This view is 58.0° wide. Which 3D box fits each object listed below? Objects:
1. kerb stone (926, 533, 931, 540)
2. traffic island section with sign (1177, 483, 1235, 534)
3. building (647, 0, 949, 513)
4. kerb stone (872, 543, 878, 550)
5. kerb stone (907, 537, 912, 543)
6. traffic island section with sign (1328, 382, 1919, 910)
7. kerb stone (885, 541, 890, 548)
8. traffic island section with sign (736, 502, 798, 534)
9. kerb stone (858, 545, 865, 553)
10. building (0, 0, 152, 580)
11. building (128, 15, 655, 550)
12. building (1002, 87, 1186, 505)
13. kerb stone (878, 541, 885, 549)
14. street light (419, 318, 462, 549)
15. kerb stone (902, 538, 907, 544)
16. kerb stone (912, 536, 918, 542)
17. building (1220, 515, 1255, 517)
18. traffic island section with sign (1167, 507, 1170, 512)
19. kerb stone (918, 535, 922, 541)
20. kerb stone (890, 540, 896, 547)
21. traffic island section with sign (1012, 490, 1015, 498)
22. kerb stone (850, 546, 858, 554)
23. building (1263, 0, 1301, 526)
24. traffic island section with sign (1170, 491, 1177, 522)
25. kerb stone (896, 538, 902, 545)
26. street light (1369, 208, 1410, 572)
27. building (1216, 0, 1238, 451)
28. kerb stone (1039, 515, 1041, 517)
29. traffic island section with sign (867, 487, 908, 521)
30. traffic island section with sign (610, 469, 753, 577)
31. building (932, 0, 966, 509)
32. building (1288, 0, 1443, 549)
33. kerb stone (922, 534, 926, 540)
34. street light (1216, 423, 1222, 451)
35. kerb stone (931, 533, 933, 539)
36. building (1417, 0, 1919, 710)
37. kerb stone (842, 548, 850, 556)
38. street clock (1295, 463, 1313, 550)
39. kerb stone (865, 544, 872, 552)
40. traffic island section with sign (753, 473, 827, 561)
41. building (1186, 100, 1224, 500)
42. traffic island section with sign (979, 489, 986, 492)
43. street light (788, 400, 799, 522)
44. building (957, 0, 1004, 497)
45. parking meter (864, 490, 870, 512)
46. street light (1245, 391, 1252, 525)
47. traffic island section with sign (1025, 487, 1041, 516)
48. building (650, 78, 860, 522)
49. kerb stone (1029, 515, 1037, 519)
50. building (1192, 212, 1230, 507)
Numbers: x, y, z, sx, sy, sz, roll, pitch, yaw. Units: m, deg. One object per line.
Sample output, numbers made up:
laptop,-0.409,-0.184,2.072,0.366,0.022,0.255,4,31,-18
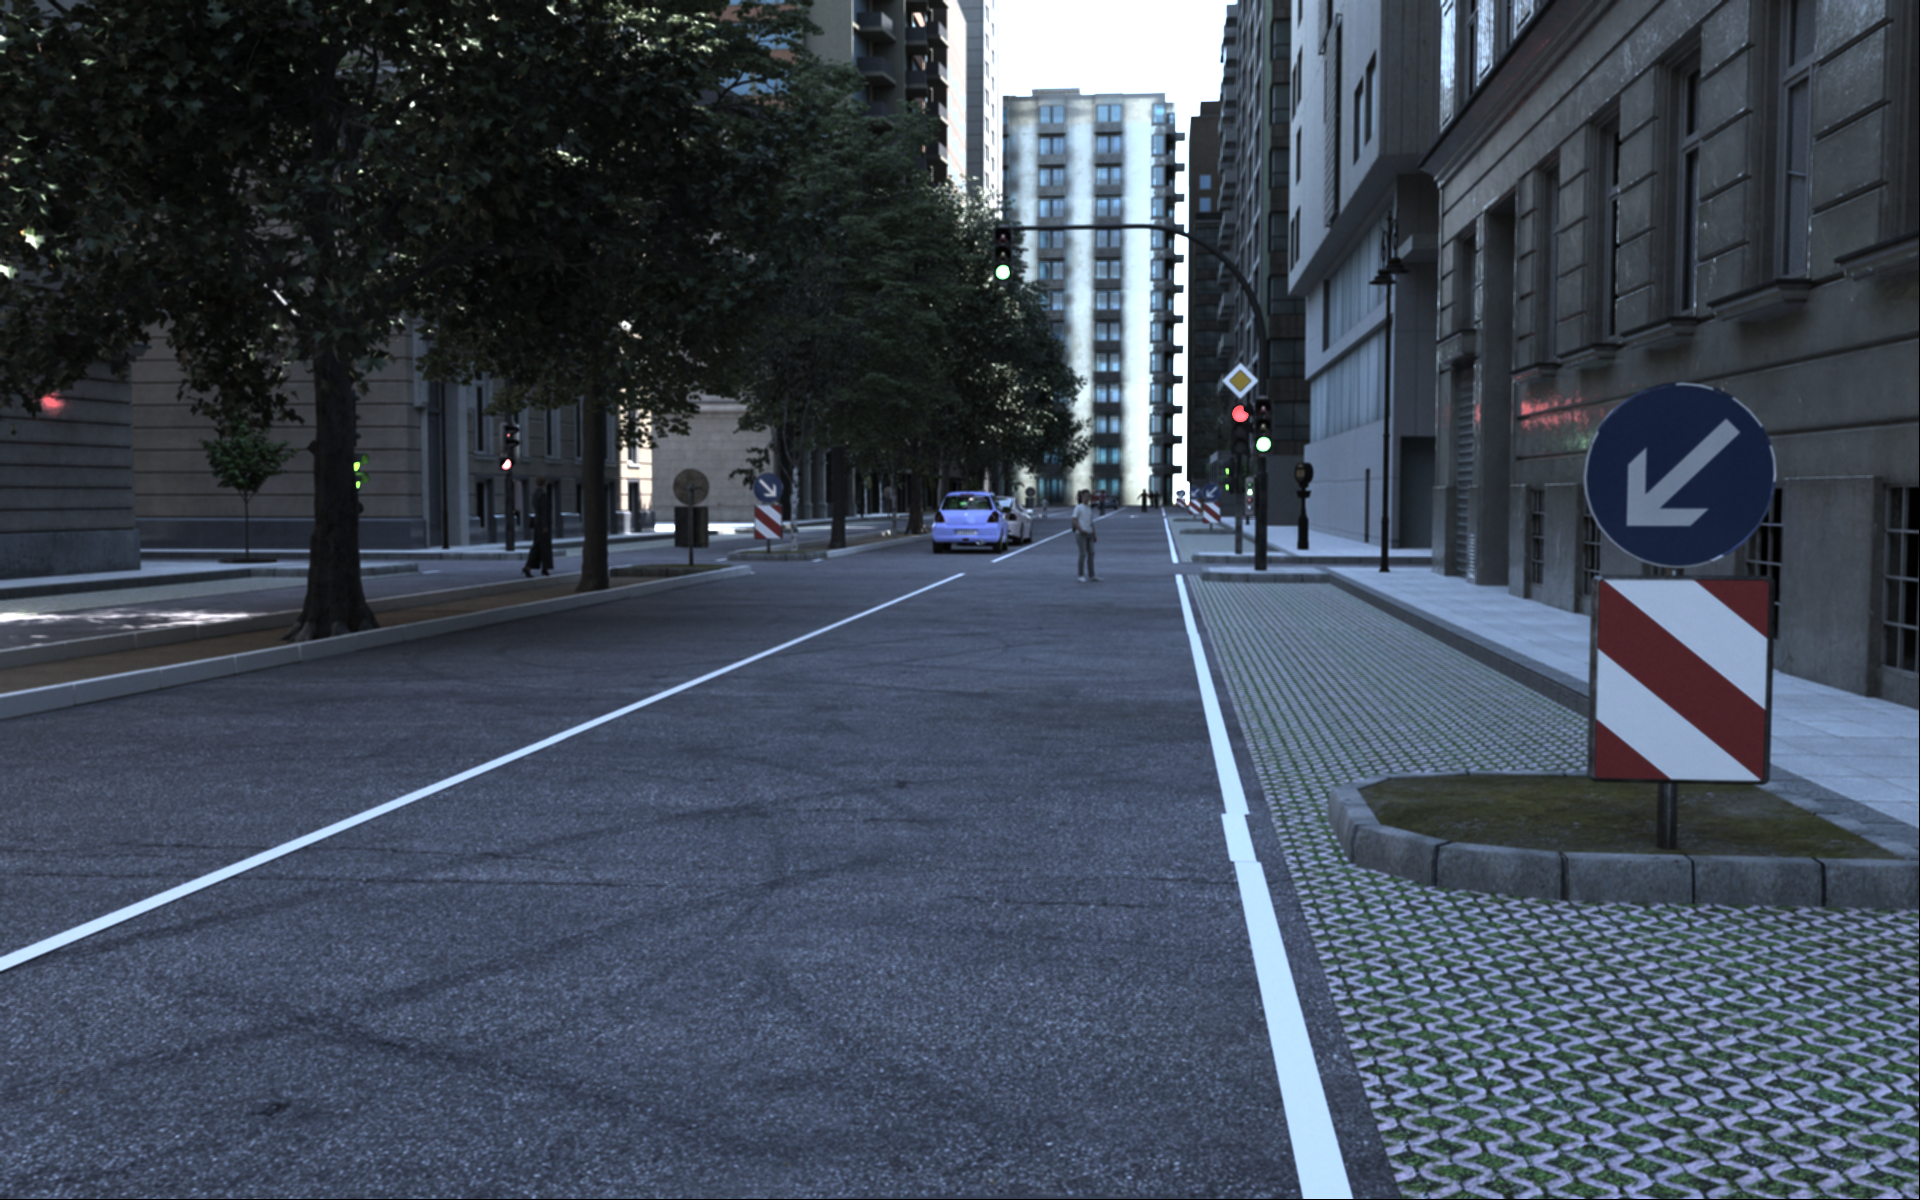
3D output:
kerb stone,-1.115,-1.975,54.486,0.120,0.150,1.000,0,4,7
traffic island section with sign,8.879,-3.268,62.054,1.989,1.847,2.006,0,4,7
building,-12.654,-28.999,128.750,22.147,44.769,28.867,0,4,7
kerb stone,-2.293,-1.351,44.286,0.120,0.150,1.000,0,4,7
kerb stone,-1.588,-1.726,50.413,0.120,0.150,1.000,0,4,7
traffic island section with sign,2.544,0.102,6.959,1.989,1.847,2.006,0,4,7
kerb stone,-2.068,-1.476,46.321,0.120,0.150,1.000,0,4,7
traffic island section with sign,-6.993,-3.349,63.382,1.989,1.847,2.006,0,4,7
kerb stone,-2.525,-1.227,42.254,0.120,0.150,1.000,0,4,7
building,-31.285,-12.619,25.398,34.723,24.649,14.460,0,4,7
building,-17.676,-16.107,49.257,13.634,28.700,20.117,0,4,7
building,11.433,-35.924,206.961,30.456,49.044,23.786,0,4,7
kerb stone,-2.171,-1.413,45.304,0.120,0.150,1.000,0,4,7
street light,-12.018,-4.130,40.307,0.468,5.910,1.993,0,4,7
kerb stone,-1.702,-1.663,49.394,0.120,0.150,1.000,0,4,7
kerb stone,-1.465,-1.788,51.428,0.120,0.150,1.000,0,4,7
building,25.139,-40.398,98.759,20.563,71.187,20.611,0,4,7
traffic island section with sign,17.645,-7.936,138.386,1.989,1.847,2.006,0,4,7
kerb stone,-1.355,-1.849,52.450,0.120,0.150,1.000,0,4,7
kerb stone,-1.941,-1.538,47.342,0.120,0.150,1.000,0,4,7
traffic island section with sign,5.005,-9.734,167.781,1.989,1.847,2.006,0,4,7
kerb stone,-2.643,-1.163,41.239,0.120,0.150,1.000,0,4,7
building,20.153,-18.556,75.096,14.160,30.474,14.107,0,4,7
traffic island section with sign,12.090,-4.979,90.039,1.989,1.847,2.006,0,4,7
kerb stone,-1.822,-1.601,48.367,0.120,0.150,1.000,0,4,7
street light,6.998,-3.400,28.376,0.468,5.910,1.993,0,4,7
building,34.595,-32.769,155.375,23.786,49.044,30.456,0,4,7
kerb stone,4.625,-5.023,104.405,0.120,0.150,1.000,0,4,7
traffic island section with sign,-3.773,-5.068,91.494,1.989,1.847,2.006,0,4,7
traffic island section with sign,-4.912,-1.372,30.577,2.006,1.907,1.989,0,4,7
building,-7.108,-30.569,149.915,14.600,45.320,14.200,0,4,7
building,23.515,-28.088,48.475,27.495,52.752,28.713,0,4,7
kerb stone,-1.239,-1.913,53.471,0.120,0.150,1.000,0,4,7
street light,16.520,-8.425,110.532,0.468,5.910,1.993,0,4,7
kerb stone,-0.996,-2.036,55.510,0.120,0.150,1.000,0,4,7
building,13.320,-10.976,12.747,16.112,22.955,30.059,0,4,7
kerb stone,-2.757,-1.103,40.223,0.120,0.150,1.000,0,4,7
street clock,7.949,-2.171,40.074,0.358,2.002,0.471,-1,4,-19
kerb stone,-2.405,-1.289,43.270,0.120,0.150,1.000,0,4,7
traffic island section with sign,-4.056,-1.823,37.934,2.006,1.907,1.989,0,4,7
building,33.458,-33.632,199.993,14.200,45.320,14.600,0,4,7
traffic island section with sign,1.818,-8.037,140.035,1.989,1.847,2.006,0,4,7
street light,-7.627,-6.464,78.467,0.468,5.910,1.993,0,4,7
building,-6.606,-45.344,179.628,20.611,71.187,20.563,0,4,7
parking meter,-6.045,-6.389,112.876,0.372,1.533,0.369,0,3,0
street light,12.090,-6.106,72.624,0.468,5.910,1.993,0,4,7
traffic island section with sign,4.518,-6.388,112.584,2.006,1.907,1.989,0,4,7
building,-12.562,-13.972,79.356,10.553,20.767,40.483,0,4,7
kerb stone,4.267,-4.842,101.358,0.120,0.150,1.000,0,4,7
building,31.106,-24.905,178.890,14.160,30.474,14.107,0,4,7
